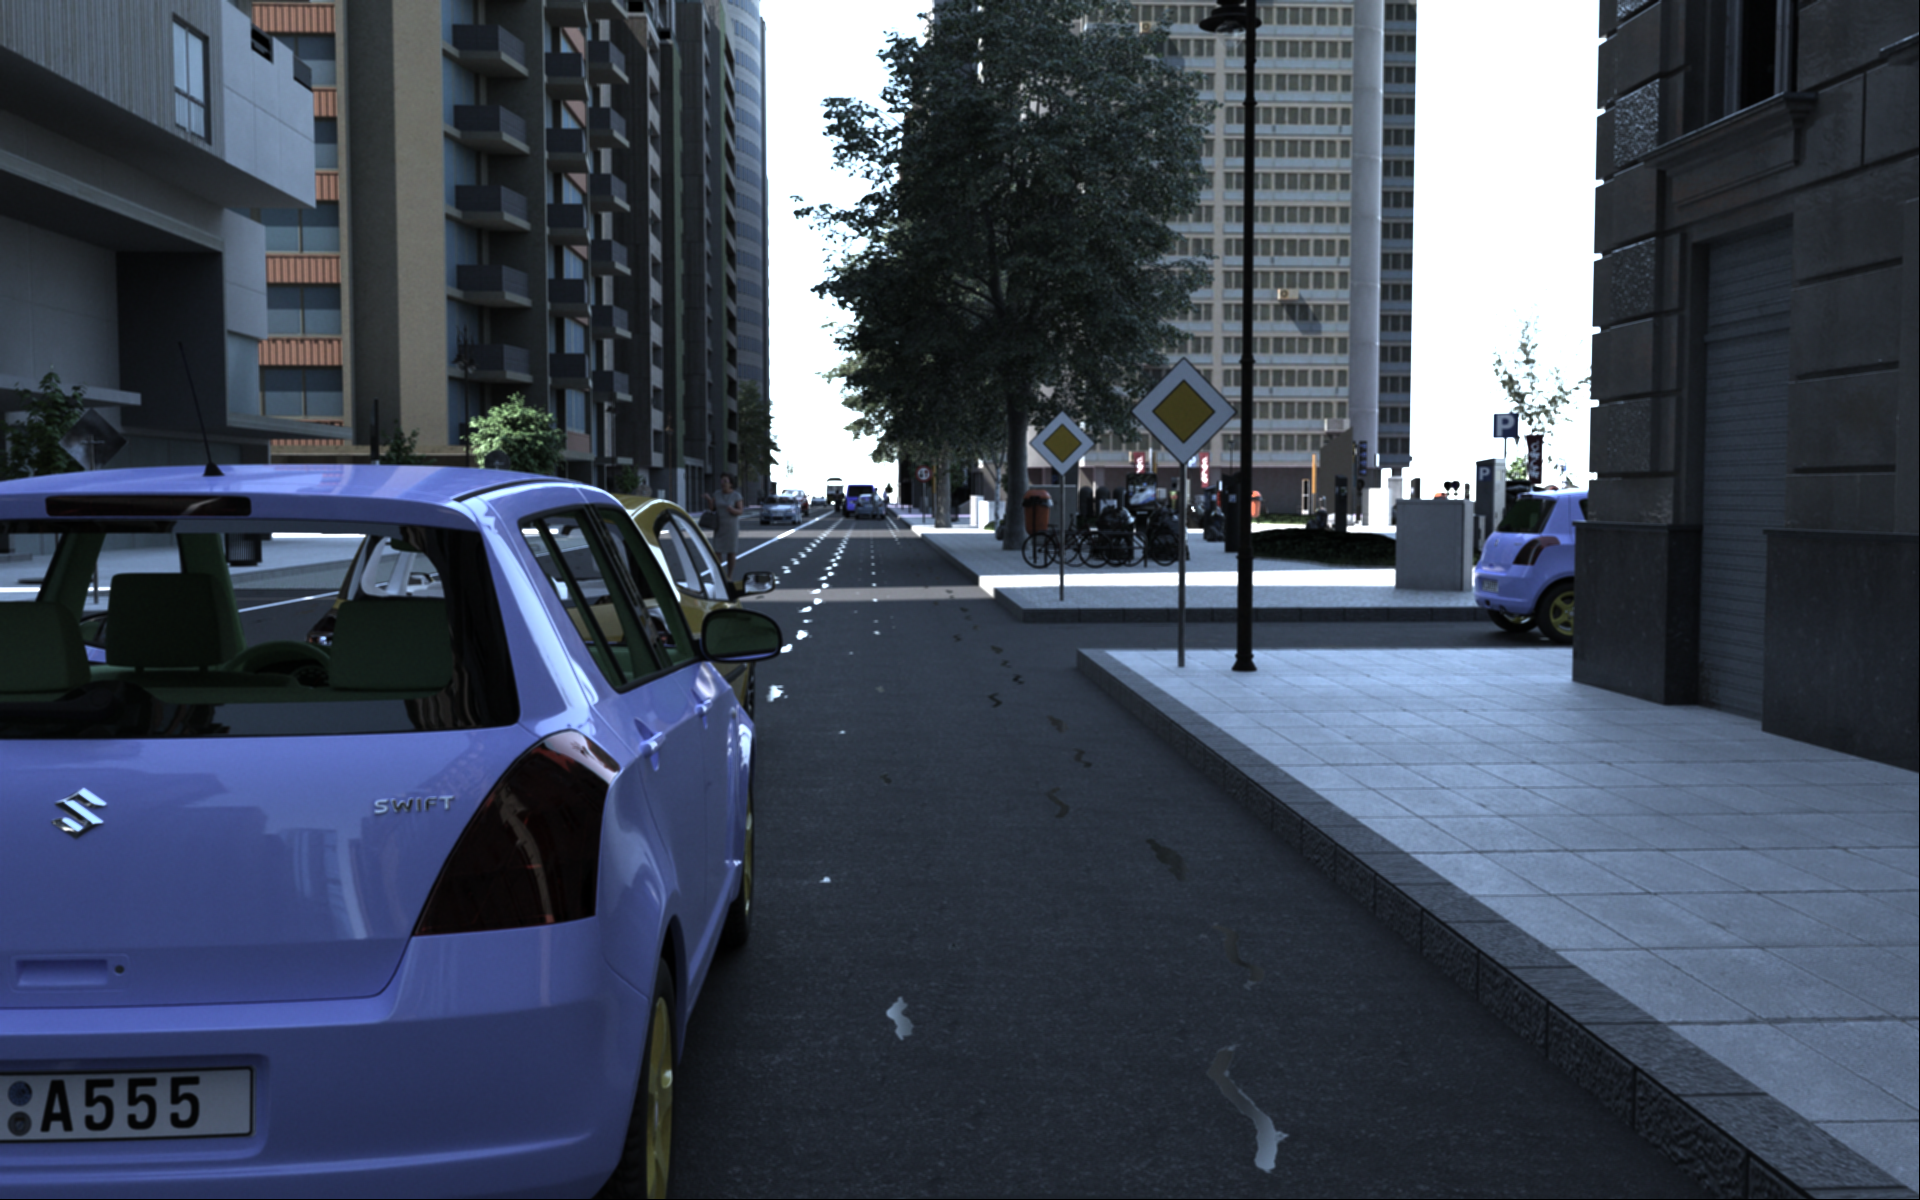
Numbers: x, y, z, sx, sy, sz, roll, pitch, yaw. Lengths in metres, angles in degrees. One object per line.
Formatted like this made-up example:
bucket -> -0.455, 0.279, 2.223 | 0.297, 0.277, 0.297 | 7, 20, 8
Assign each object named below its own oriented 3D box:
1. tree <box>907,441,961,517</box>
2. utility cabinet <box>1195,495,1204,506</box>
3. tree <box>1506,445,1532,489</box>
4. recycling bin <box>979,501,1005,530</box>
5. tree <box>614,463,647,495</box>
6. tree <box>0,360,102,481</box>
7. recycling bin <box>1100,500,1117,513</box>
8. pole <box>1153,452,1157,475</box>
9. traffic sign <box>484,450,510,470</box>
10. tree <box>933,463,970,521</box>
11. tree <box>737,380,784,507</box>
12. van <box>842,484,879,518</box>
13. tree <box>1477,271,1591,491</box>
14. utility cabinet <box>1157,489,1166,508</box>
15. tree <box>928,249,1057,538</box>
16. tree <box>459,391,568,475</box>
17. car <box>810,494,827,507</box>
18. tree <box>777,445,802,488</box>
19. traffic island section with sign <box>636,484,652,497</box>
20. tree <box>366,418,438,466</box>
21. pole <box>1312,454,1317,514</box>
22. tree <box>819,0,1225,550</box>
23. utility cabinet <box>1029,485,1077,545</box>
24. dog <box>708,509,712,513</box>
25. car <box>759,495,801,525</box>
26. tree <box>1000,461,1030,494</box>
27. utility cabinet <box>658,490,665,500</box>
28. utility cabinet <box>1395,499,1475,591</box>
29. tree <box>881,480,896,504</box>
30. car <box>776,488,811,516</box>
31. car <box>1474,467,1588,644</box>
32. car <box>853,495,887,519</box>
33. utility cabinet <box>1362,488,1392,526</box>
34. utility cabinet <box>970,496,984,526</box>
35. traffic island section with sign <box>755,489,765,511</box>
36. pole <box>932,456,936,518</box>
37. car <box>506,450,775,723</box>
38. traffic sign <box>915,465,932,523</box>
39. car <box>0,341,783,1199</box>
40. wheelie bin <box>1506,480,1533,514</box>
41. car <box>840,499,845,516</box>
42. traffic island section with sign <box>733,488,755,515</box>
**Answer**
tree -> -1.153, -6.919, 96.834 | 4.285, 4.588, 4.351 | 0, 3, 0
utility cabinet -> 12.656, -4.916, 91.532 | 0.306, 1.237, 1.020 | -1, 4, -8
tree -> 21.734, -4.477, 67.792 | 1.663, 3.219, 1.824 | 0, 3, 0
recycling bin -> 1.146, -3.003, 61.648 | 0.722, 1.027, 0.722 | -2, 4, -24
tree -> -17.914, -6.019, 93.008 | 1.663, 3.219, 1.824 | 0, 3, 0
tree -> -13.038, -1.869, 25.159 | 1.663, 3.219, 1.824 | 0, 3, 0
recycling bin -> 6.740, -4.042, 78.643 | 0.722, 1.027, 0.722 | 1, 4, 8
pole -> 9.520, -5.559, 84.732 | 0.158, 3.312, 0.155 | 0, 3, 0
traffic sign -> -13.396, -3.060, 50.139 | 0.768, 2.556, 0.104 | 0, 4, -1
tree -> -0.620, -5.457, 83.827 | 1.663, 3.219, 1.824 | 0, 3, 0
tree -> -21.187, -15.489, 171.374 | 7.486, 12.596, 7.792 | 0, 3, 0
van -> -6.039, -6.174, 105.324 | 2.240, 2.365, 5.245 | 0, 4, -3
tree -> 18.974, -6.526, 57.055 | 4.360, 8.622, 3.978 | 0, 3, 0
utility cabinet -> 8.033, -3.744, 69.888 | 0.318, 1.500, 1.173 | 0, 4, -6
tree -> 1.048, -6.097, 50.045 | 4.360, 8.622, 3.978 | 0, 3, 0
tree -> -14.176, -4.372, 55.191 | 4.285, 4.588, 4.351 | 0, 3, 0
car -> -15.785, -11.071, 193.015 | 2.014, 1.417, 4.499 | 0, 4, -5
tree -> -24.727, -18.421, 251.539 | 4.360, 8.622, 3.978 | 0, 3, 0
traffic island section with sign -> -12.743, -3.745, 69.851 | 1.989, 1.847, 2.006 | 0, 4, -3
tree -> -14.314, -3.029, 44.124 | 1.663, 3.219, 1.824 | 0, 3, 0
pole -> 18.161, -5.807, 88.785 | 0.158, 3.312, 0.155 | 0, 3, 0
tree -> 1.199, -8.126, 39.522 | 9.857, 13.997, 8.962 | 0, 3, 0
utility cabinet -> 2.297, -2.101, 43.034 | 1.173, 1.500, 0.318 | 0, 3, 0
dog -> -13.251, -4.548, 91.195 | 0.513, 0.831, 0.800 | -1, 4, -21
car -> -8.530, -4.313, 82.518 | 2.014, 1.417, 4.499 | 0, 4, -2
tree -> 2.660, -5.729, 88.273 | 1.663, 3.219, 1.824 | 0, 3, 0
utility cabinet -> -15.301, -4.899, 88.775 | 0.318, 1.500, 1.173 | 0, 4, -7
utility cabinet -> 6.377, -0.741, 23.284 | 0.306, 1.237, 1.020 | -3, 5, -44
tree -> -10.282, -15.718, 251.595 | 1.663, 3.219, 1.824 | 0, 3, 0
car -> -11.017, -6.471, 114.473 | 2.281, 1.827, 5.304 | 0, 4, -5
car -> 7.102, -0.473, 17.330 | 3.694, 1.707, 1.945 | 0, 4, -1
car -> -5.175, -5.353, 99.521 | 2.014, 1.417, 4.499 | 0, 4, -3
utility cabinet -> 16.616, -3.691, 69.026 | 1.173, 1.500, 0.318 | 3, 5, 43
utility cabinet -> 0.706, -3.657, 70.953 | 0.306, 1.237, 1.020 | 1, 4, 17
traffic island section with sign -> -16.830, -8.470, 147.112 | 1.989, 1.847, 2.006 | 0, 4, -3
pole -> -1.397, -6.047, 92.712 | 0.158, 3.312, 0.155 | 0, 3, 0
car -> -1.976, 0.091, 8.731 | 2.015, 1.641, 3.980 | 0, 4, -3
traffic sign -> -1.589, -4.651, 76.147 | 0.768, 2.556, 0.104 | 0, 4, 5
car -> -1.439, 0.319, 4.377 | 1.945, 1.707, 3.694 | 0, 4, -3
wheelie bin -> 12.490, -1.894, 38.867 | 0.980, 1.594, 0.693 | 1, 4, 12
car -> -7.036, -6.509, 116.211 | 2.009, 1.686, 4.222 | 0, 4, -3
traffic island section with sign -> -15.359, -6.779, 119.458 | 1.989, 1.847, 2.006 | 0, 4, -3
